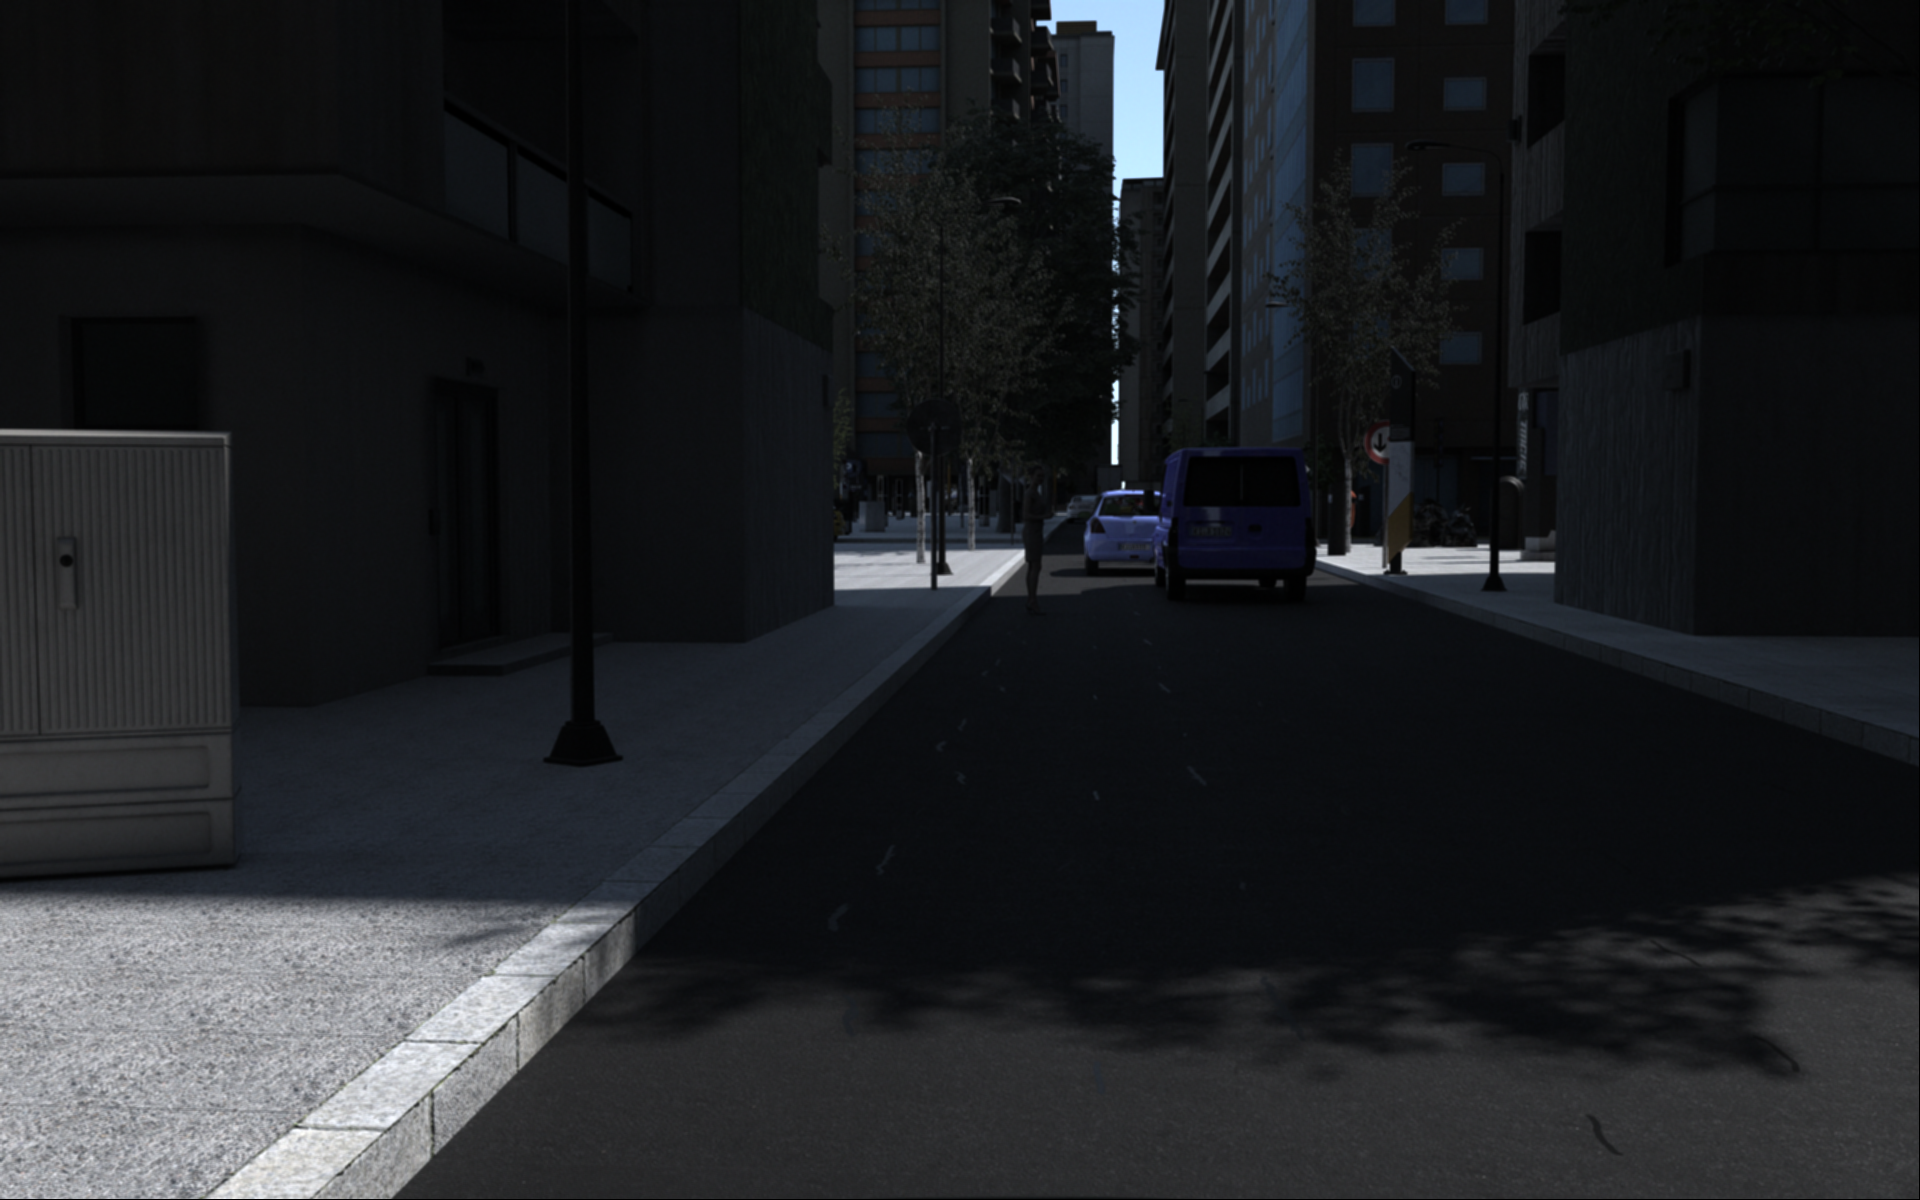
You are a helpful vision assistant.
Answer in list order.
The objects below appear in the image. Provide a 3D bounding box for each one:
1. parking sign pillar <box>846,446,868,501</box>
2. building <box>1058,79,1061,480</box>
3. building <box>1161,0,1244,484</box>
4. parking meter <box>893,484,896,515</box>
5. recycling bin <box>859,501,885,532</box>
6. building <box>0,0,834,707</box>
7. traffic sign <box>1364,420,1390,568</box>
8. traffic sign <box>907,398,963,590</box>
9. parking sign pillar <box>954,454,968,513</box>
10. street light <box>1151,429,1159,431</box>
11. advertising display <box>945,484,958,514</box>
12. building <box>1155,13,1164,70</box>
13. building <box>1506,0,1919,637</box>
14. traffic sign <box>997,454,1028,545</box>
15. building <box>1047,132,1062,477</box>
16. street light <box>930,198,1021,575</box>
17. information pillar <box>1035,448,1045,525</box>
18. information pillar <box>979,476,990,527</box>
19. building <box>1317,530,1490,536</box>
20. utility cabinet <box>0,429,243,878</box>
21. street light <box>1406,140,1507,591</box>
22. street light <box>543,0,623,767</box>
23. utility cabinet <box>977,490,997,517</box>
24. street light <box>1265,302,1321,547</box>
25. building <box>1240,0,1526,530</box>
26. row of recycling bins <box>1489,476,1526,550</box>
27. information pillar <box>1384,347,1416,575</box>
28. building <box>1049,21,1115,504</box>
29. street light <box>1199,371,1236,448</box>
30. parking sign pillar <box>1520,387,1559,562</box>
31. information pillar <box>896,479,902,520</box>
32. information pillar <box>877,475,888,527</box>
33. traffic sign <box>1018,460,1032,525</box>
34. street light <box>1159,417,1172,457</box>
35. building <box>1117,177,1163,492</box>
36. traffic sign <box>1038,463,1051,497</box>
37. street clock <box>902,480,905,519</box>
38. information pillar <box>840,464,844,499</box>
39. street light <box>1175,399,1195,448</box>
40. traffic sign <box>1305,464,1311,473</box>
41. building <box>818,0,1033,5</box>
[{"bbox_3d":[-5.845,-6.639,97.021,1.447,3.967,1.447,2,4,27],"label":"parking sign pillar"},{"bbox_3d":[-1.353,-31.523,170.022,22.147,44.769,28.867,0,4,4],"label":"building"},{"bbox_3d":[27.121,-31.367,136.556,21.300,48.544,21.600,0,4,4],"label":"building"},{"bbox_3d":[-3.791,-5.977,103.436,0.399,1.863,0.255,-1,4,-15],"label":"parking meter"},{"bbox_3d":[-2.994,-2.840,58.984,0.722,1.027,0.722,-1,4,-21],"label":"recycling bin"},{"bbox_3d":[-8.977,-20.117,12.505,14.154,41.232,14.086,0,4,4],"label":"building"},{"bbox_3d":[7.346,-1.821,29.875,0.768,2.556,0.104,1,4,9],"label":"traffic sign"},{"bbox_3d":[-0.349,-1.407,23.106,0.768,2.556,0.104,1,4,13],"label":"traffic sign"},{"bbox_3d":[0.304,-7.936,118.231,1.447,3.967,1.447,2,4,26],"label":"parking sign pillar"},{"bbox_3d":[14.400,-9.292,124.459,1.470,5.913,1.316,0,4,4],"label":"street light"},{"bbox_3d":[-0.565,-6.467,110.951,0.974,1.923,0.123,2,4,24],"label":"advertising display"},{"bbox_3d":[35.610,-36.422,184.740,28.713,52.752,27.495,0,4,4],"label":"building"},{"bbox_3d":[14.162,-15.250,21.037,14.160,30.474,14.107,0,4,4],"label":"building"},{"bbox_3d":[1.311,-2.425,43.290,0.795,2.450,0.064,0,4,4],"label":"traffic sign"},{"bbox_3d":[4.331,-31.217,193.996,14.086,41.232,14.154,0,4,4],"label":"building"},{"bbox_3d":[0.250,-3.352,27.342,1.470,5.913,1.316,0,4,4],"label":"street light"},{"bbox_3d":[3.310,-4.937,72.079,0.183,3.616,0.504,-3,4,-38],"label":"information pillar"},{"bbox_3d":[0.965,-3.921,68.602,0.304,2.012,0.304,-3,5,-44],"label":"information pillar"},{"bbox_3d":[18.204,-24.920,57.552,14.200,45.320,14.600,0,4,4],"label":"building"},{"bbox_3d":[-3.071,0.175,5.816,1.173,1.500,0.318,-1,4,-18],"label":"utility cabinet"},{"bbox_3d":[6.547,-3.077,22.854,1.470,5.913,1.316,0,4,4],"label":"street light"},{"bbox_3d":[-1.271,-2.174,8.094,1.470,5.913,1.316,0,4,4],"label":"street light"},{"bbox_3d":[1.480,-5.295,95.252,1.173,1.500,0.318,-3,5,-41],"label":"utility cabinet"},{"bbox_3d":[8.094,-4.254,42.100,1.470,5.913,1.316,0,4,4],"label":"street light"},{"bbox_3d":[19.717,-25.928,74.037,14.600,45.320,14.200,0,4,4],"label":"building"},{"bbox_3d":[13.638,-1.965,39.239,1.069,1.692,3.534,-3,5,-43],"label":"row of recycling bins"},{"bbox_3d":[6.990,-2.208,27.452,0.183,3.616,0.504,-2,4,-30],"label":"information pillar"},{"bbox_3d":[5.274,-41.505,220.602,28.212,58.520,21.231,0,4,4],"label":"building"},{"bbox_3d":[9.809,-5.668,65.207,1.470,5.913,1.316,0,4,4],"label":"street light"},{"bbox_3d":[11.549,-2.739,33.257,1.447,3.967,1.447,-1,4,-21],"label":"parking sign pillar"},{"bbox_3d":[-3.038,-5.020,86.561,0.304,2.012,0.304,0,4,-3],"label":"information pillar"},{"bbox_3d":[-3.050,-3.908,68.391,0.304,2.012,0.304,3,5,39],"label":"information pillar"},{"bbox_3d":[1.924,-2.912,51.252,0.795,2.450,0.064,0,4,4],"label":"traffic sign"},{"bbox_3d":[12.910,-8.044,104.065,1.470,5.913,1.316,0,4,4],"label":"street light"},{"bbox_3d":[26.888,-32.619,216.909,14.086,41.232,14.154,0,4,4],"label":"building"},{"bbox_3d":[3.322,-4.314,70.643,0.768,2.556,0.104,1,4,9],"label":"traffic sign"},{"bbox_3d":[-2.986,-5.209,89.733,0.358,2.002,0.471,0,4,3],"label":"street clock"},{"bbox_3d":[-8.332,-8.079,123.439,0.504,3.616,0.183,3,5,44],"label":"information pillar"},{"bbox_3d":[11.303,-6.861,84.724,1.470,5.913,1.316,0,4,4],"label":"street light"},{"bbox_3d":[8.234,-2.391,42.739,0.795,2.450,0.064,0,4,4],"label":"traffic sign"},{"bbox_3d":[-3.730,-29.747,140.986,22.147,44.769,28.867,0,4,4],"label":"building"}]
